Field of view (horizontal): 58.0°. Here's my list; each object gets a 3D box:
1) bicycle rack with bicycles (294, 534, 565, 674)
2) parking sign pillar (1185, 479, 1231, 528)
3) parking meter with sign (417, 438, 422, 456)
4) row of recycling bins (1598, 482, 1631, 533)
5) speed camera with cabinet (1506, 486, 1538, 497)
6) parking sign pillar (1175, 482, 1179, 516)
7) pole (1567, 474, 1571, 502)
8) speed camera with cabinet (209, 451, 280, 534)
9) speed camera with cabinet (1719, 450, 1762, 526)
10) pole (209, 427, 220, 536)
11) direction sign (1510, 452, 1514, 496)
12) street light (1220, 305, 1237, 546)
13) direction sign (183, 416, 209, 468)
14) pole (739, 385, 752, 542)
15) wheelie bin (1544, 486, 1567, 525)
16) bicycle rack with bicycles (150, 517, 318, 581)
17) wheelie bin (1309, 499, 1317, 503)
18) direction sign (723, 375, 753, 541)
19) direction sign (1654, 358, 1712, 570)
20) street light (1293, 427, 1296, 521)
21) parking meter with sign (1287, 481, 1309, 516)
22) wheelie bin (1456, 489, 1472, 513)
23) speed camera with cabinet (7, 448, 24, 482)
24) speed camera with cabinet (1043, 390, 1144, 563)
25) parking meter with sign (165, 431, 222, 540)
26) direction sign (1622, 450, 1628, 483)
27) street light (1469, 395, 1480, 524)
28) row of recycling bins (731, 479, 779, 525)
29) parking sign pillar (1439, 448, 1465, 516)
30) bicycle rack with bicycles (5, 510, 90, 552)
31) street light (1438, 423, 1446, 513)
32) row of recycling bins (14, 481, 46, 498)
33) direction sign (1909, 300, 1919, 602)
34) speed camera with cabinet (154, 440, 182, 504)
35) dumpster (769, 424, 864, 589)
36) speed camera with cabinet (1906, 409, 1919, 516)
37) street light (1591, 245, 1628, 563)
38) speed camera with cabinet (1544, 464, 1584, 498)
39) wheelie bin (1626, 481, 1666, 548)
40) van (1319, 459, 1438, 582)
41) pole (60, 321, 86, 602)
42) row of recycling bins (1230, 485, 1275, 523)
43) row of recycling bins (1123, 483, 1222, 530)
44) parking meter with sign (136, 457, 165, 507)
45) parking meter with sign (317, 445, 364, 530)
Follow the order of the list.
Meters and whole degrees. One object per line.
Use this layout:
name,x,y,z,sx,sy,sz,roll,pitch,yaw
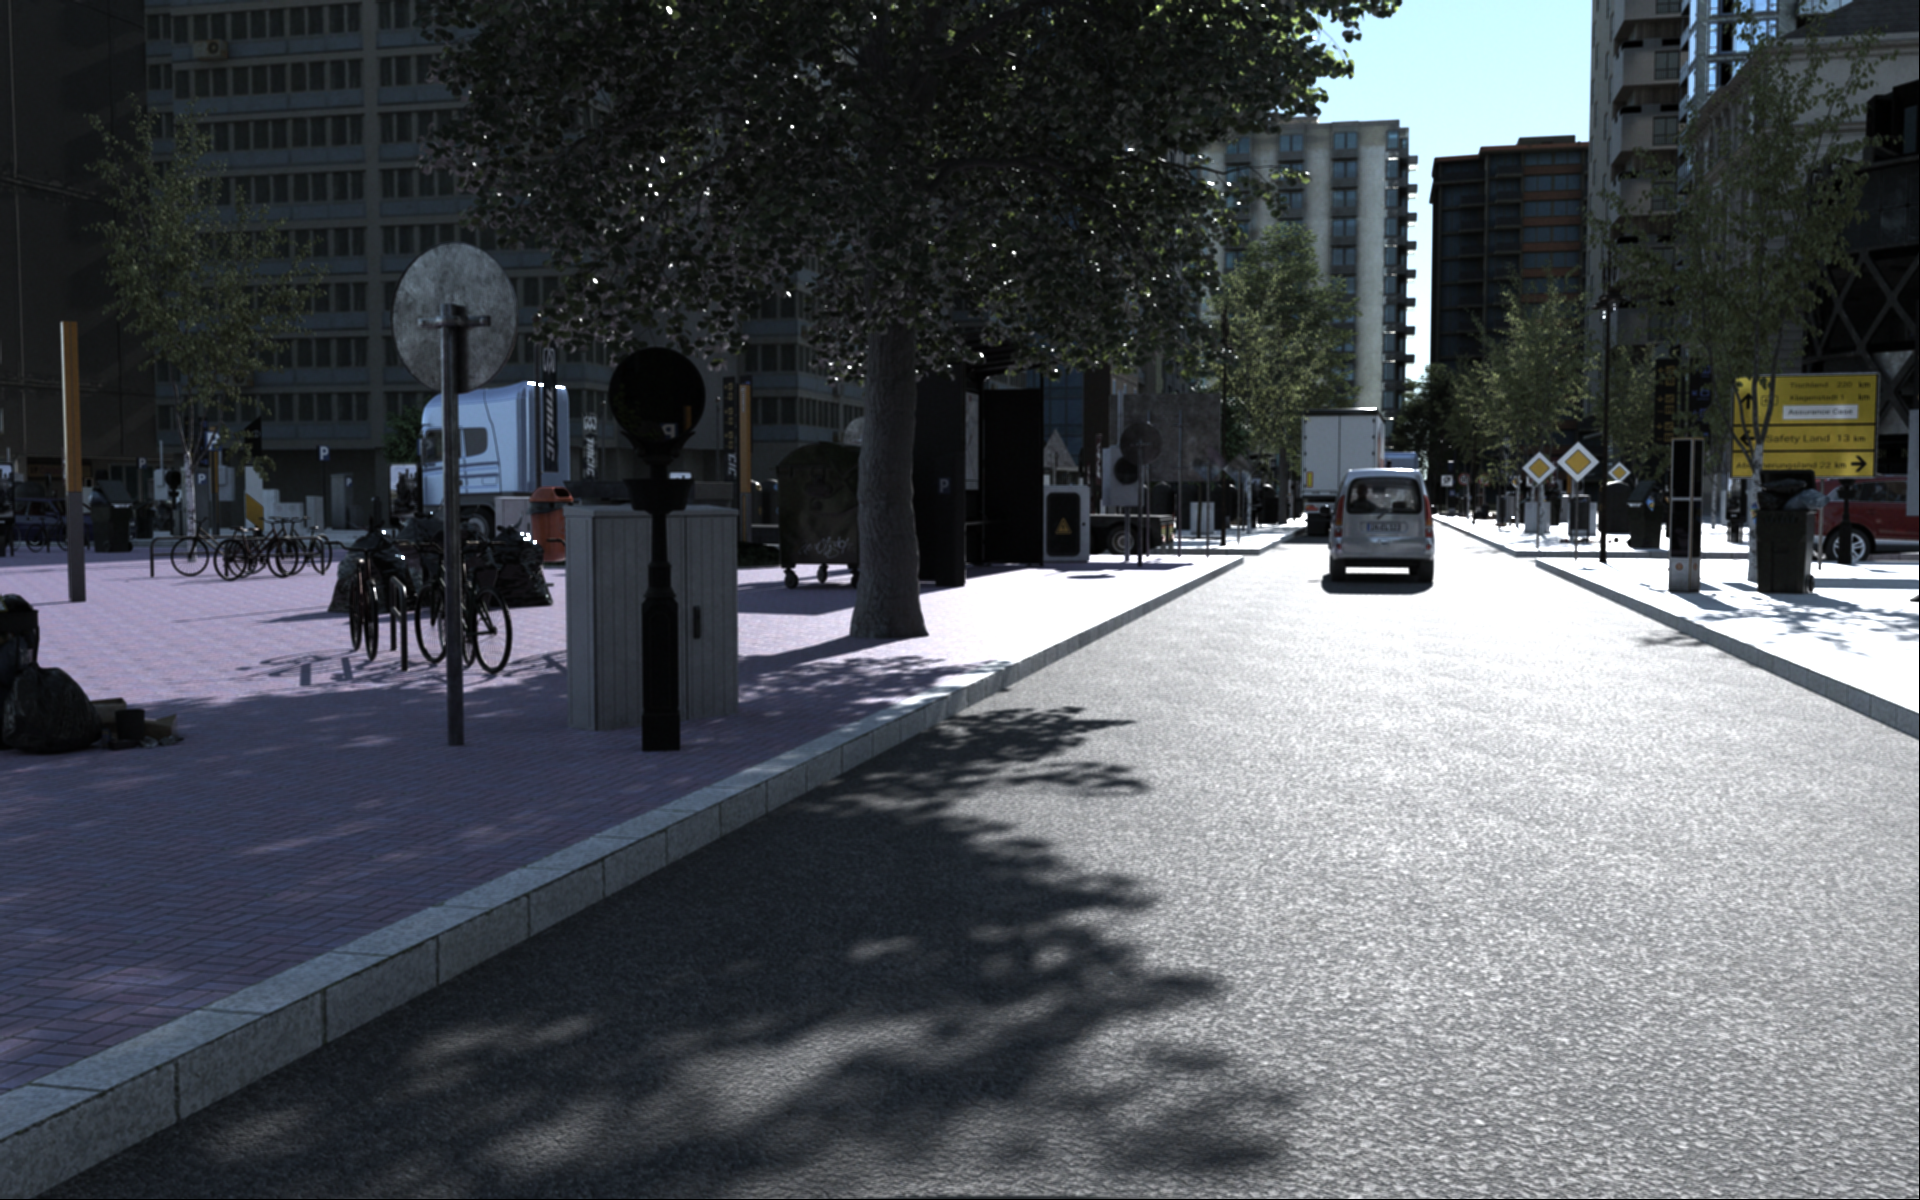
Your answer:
bicycle rack with bicycles,-3.582,-0.006,13.475,2.852,0.926,2.925,-1,4,-19
parking sign pillar,9.460,-4.682,65.022,1.447,3.967,1.447,2,4,25
parking meter with sign,-16.561,-3.496,53.427,0.543,3.016,1.738,-1,4,-10
row of recycling bins,22.056,-3.129,58.274,1.069,1.692,3.534,1,4,18
speed camera with cabinet,33.142,-6.571,101.776,2.038,3.252,0.660,2,4,34
parking sign pillar,13.256,-6.929,101.762,1.447,3.967,1.447,-1,4,-16
pole,30.249,-5.637,86.009,0.158,3.312,0.155,0,3,0
speed camera with cabinet,-23.275,-3.793,56.351,2.038,3.252,0.660,-1,4,-11
speed camera with cabinet,31.402,-4.577,69.175,2.038,3.252,0.660,-2,4,-24
pole,-22.557,-3.582,52.404,0.158,3.312,0.155,0,3,0
direction sign,29.460,-6.148,92.512,0.379,3.537,0.876,2,4,28
street light,6.503,-4.271,42.612,0.468,5.910,1.993,1,4,13
direction sign,-22.360,-3.595,50.768,0.379,3.537,0.876,1,4,22
pole,-4.009,-2.357,32.379,0.158,3.312,0.155,0,3,0
wheelie bin,24.484,-3.897,71.629,0.980,1.594,0.693,-3,5,-44
bicycle rack with bicycles,-11.096,-0.842,27.152,2.852,0.926,2.925,2,4,31
wheelie bin,22.832,-6.379,112.199,0.693,1.594,0.980,1,4,16
direction sign,-4.267,-2.527,33.317,0.379,3.537,0.876,-3,5,-45
direction sign,12.066,-2.261,28.971,0.876,3.537,0.379,1,4,18
street light,15.683,-6.623,81.080,0.468,5.910,1.993,1,4,13
parking meter with sign,19.068,-6.279,98.928,1.738,3.016,0.543,2,4,24
wheelie bin,31.440,-6.135,108.209,0.980,1.594,0.693,0,4,2
speed camera with cabinet,-39.764,-4.839,73.455,2.038,3.252,0.660,2,4,33
speed camera with cabinet,2.412,-2.337,32.553,2.038,3.252,0.660,-1,4,-13
parking meter with sign,-21.430,-3.197,48.525,1.738,3.016,0.543,2,4,32
direction sign,33.825,-5.884,88.192,0.379,3.537,0.876,3,4,39
street light,22.193,-6.230,74.648,0.468,5.910,1.993,1,4,13
row of recycling bins,-4.985,-2.574,49.196,3.534,1.692,1.069,-3,5,-42
parking sign pillar,28.846,-6.912,101.480,1.447,3.967,1.447,1,4,15
bicycle rack with bicycles,-21.042,-1.551,38.737,2.852,0.926,2.925,0,4,1
street light,31.344,-8.566,112.843,0.468,5.910,1.993,1,4,13
row of recycling bins,-30.811,-3.028,56.615,1.069,1.692,3.534,-3,5,-42
direction sign,11.504,-1.743,20.492,0.876,3.537,0.379,-2,4,-34
speed camera with cabinet,-28.704,-4.248,63.788,2.038,3.252,0.660,1,4,22
dumpster,-1.676,-1.322,24.113,1.502,2.255,1.985,1,4,13
speed camera with cabinet,10.517,-1.392,17.091,0.660,3.252,2.038,-2,4,-32
street light,12.057,-3.640,32.307,0.468,5.910,1.993,1,4,13
speed camera with cabinet,32.914,-6.103,94.125,2.038,3.252,0.660,-1,4,-22
wheelie bin,16.298,-2.034,41.163,0.693,1.594,0.980,-1,4,-13
van,7.187,-1.386,29.681,2.013,2.044,4.112,1,4,12
pole,-10.533,-1.635,20.568,0.158,3.312,0.155,0,3,0
row of recycling bins,12.272,-4.259,76.751,3.534,1.692,1.069,2,4,30
row of recycling bins,7.790,-3.396,62.637,3.534,1.692,1.069,1,4,13
parking meter with sign,-38.176,-5.259,82.247,1.738,3.016,0.543,1,4,19
parking meter with sign,-22.121,-4.019,61.966,1.738,3.016,0.543,2,4,24
